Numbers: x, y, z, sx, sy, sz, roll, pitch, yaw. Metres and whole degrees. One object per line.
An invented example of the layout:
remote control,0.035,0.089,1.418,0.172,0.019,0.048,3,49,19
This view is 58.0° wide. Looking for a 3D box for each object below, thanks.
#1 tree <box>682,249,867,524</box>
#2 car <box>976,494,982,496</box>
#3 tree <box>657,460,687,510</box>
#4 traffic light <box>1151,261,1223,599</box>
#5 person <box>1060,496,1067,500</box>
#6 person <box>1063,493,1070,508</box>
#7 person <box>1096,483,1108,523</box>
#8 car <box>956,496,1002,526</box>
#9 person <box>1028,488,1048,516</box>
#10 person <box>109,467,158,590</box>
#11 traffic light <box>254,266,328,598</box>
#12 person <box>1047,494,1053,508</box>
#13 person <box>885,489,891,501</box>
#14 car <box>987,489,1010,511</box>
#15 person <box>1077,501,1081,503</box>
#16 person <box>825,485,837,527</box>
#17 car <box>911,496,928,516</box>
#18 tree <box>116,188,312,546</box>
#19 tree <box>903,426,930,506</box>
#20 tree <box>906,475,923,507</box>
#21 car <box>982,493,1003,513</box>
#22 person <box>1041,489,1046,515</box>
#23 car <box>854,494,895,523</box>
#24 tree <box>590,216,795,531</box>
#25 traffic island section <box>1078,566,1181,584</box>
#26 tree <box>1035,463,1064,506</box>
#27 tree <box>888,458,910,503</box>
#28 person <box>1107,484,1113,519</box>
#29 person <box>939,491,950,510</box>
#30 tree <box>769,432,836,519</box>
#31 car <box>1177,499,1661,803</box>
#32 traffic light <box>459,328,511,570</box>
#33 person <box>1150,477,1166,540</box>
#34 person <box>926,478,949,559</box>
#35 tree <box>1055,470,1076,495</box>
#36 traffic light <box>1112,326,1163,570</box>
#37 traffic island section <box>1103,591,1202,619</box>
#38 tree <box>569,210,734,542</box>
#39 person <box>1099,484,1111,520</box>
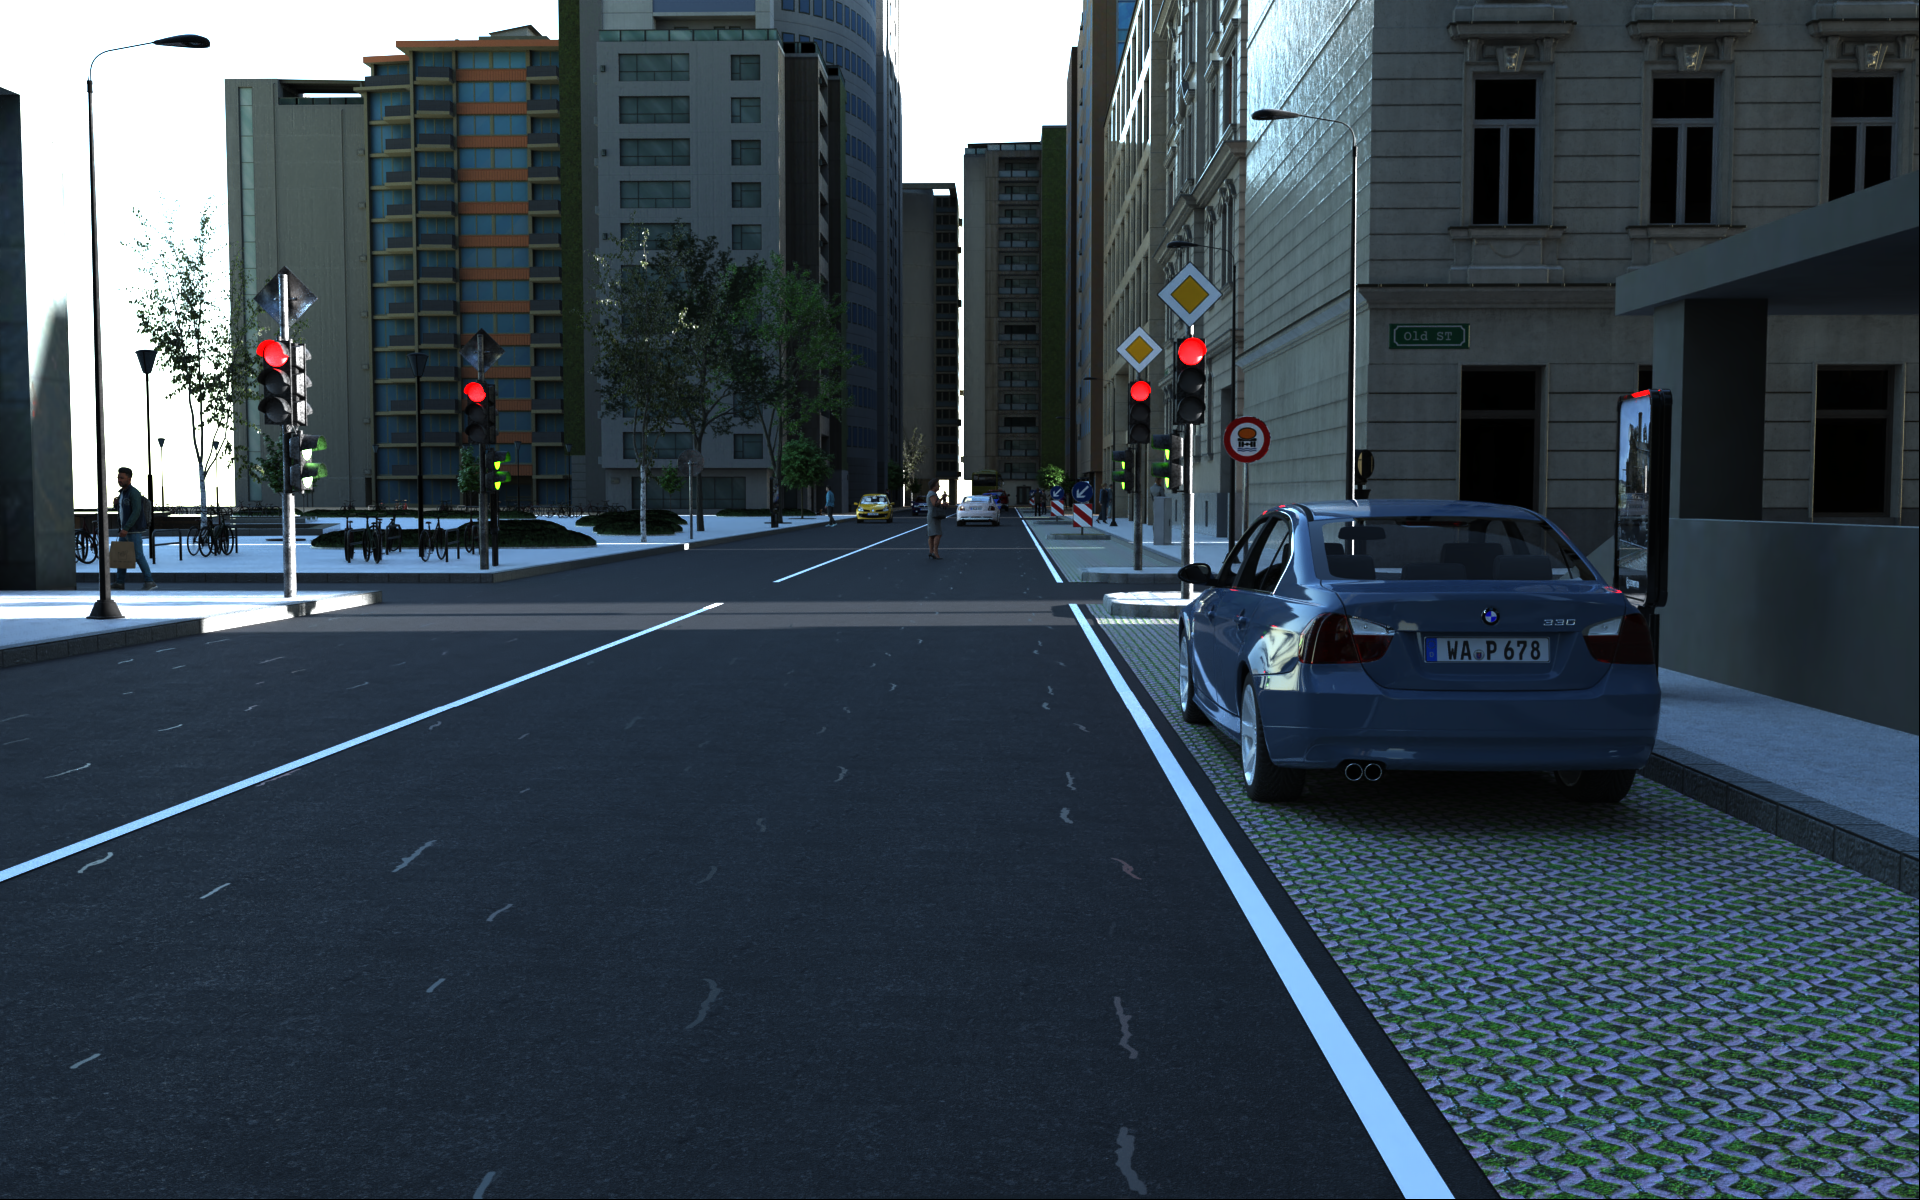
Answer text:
tree,-8.061,-9.134,75.093,9.928,11.665,9.643,0,3,0
car,2.151,-9.284,163.597,2.131,1.459,4.920,0,4,3
tree,-16.267,-6.329,98.073,1.663,3.219,1.824,0,3,0
traffic light,2.762,-1.968,21.098,0.839,4.253,0.868,0,4,2
person,7.764,-7.560,132.870,0.991,1.433,0.599,1,4,22
person,9.358,-9.090,155.354,1.217,1.739,0.721,-2,4,-24
person,6.238,-4.234,75.691,0.534,1.772,0.576,-1,4,-11
car,0.843,-4.048,78.543,2.083,1.381,4.827,0,4,3
person,4.992,-6.266,111.094,1.348,1.807,0.705,1,4,11
person,-12.053,-1.018,25.123,0.713,1.824,0.794,-2,4,-27
traffic light,-8.295,-1.985,21.382,0.839,4.253,0.868,0,4,2
person,8.614,-9.584,163.264,0.721,1.766,1.217,3,5,41
person,-5.855,-8.177,140.538,0.445,1.727,0.742,0,4,5
car,3.049,-8.336,144.963,2.281,1.827,5.304,0,4,1
person,6.875,-5.639,98.145,0.836,1.842,0.656,1,4,23
person,-5.675,-4.144,76.272,0.620,1.820,0.660,1,4,12
car,-2.266,-6.290,115.419,1.945,1.354,3.894,0,4,2
tree,-18.403,-5.627,42.361,4.360,8.622,3.978,0,3,0
tree,-5.327,-14.161,181.895,4.360,8.622,3.978,0,3,0
tree,-4.501,-11.126,176.507,1.663,3.219,1.824,0,3,0
car,2.262,-7.421,130.923,1.945,1.707,3.694,0,4,1
person,5.696,-6.798,120.177,0.617,1.759,0.750,-2,4,-35
car,-4.249,-4.658,86.385,2.015,1.641,3.980,0,3,0
tree,-9.229,-7.640,59.323,7.601,10.594,8.767,-3,5,-44
traffic island section,3.019,-0.423,29.193,2.009,0.180,2.903,0,4,2
tree,9.542,-12.107,181.665,4.285,4.588,4.351,0,3,0
tree,-6.251,-10.562,156.403,4.285,4.588,4.351,0,3,0
person,7.873,-5.189,90.977,0.391,1.810,0.635,1,4,9
person,-1.454,-9.203,159.689,1.217,1.743,0.721,-2,4,-26
tree,-8.209,-6.452,89.211,4.285,4.588,4.351,0,3,0
car,2.228,0.165,9.313,2.014,1.417,4.499,0,4,1
traffic light,-8.078,-2.474,29.364,0.839,4.253,0.868,0,4,2
person,5.243,-2.384,45.300,0.520,1.790,0.573,3,4,39
person,-0.471,-1.789,38.103,0.532,1.782,0.716,0,4,-2
tree,8.498,-8.715,137.093,1.663,3.219,1.824,0,3,0
traffic light,2.980,-2.456,29.081,0.839,4.253,0.868,0,4,2
traffic island section,2.802,0.065,21.211,2.009,0.180,2.903,0,4,2
tree,-8.236,-5.855,46.096,4.360,8.622,3.978,0,3,0
person,7.223,-4.918,86.470,0.581,1.822,0.654,1,4,13
